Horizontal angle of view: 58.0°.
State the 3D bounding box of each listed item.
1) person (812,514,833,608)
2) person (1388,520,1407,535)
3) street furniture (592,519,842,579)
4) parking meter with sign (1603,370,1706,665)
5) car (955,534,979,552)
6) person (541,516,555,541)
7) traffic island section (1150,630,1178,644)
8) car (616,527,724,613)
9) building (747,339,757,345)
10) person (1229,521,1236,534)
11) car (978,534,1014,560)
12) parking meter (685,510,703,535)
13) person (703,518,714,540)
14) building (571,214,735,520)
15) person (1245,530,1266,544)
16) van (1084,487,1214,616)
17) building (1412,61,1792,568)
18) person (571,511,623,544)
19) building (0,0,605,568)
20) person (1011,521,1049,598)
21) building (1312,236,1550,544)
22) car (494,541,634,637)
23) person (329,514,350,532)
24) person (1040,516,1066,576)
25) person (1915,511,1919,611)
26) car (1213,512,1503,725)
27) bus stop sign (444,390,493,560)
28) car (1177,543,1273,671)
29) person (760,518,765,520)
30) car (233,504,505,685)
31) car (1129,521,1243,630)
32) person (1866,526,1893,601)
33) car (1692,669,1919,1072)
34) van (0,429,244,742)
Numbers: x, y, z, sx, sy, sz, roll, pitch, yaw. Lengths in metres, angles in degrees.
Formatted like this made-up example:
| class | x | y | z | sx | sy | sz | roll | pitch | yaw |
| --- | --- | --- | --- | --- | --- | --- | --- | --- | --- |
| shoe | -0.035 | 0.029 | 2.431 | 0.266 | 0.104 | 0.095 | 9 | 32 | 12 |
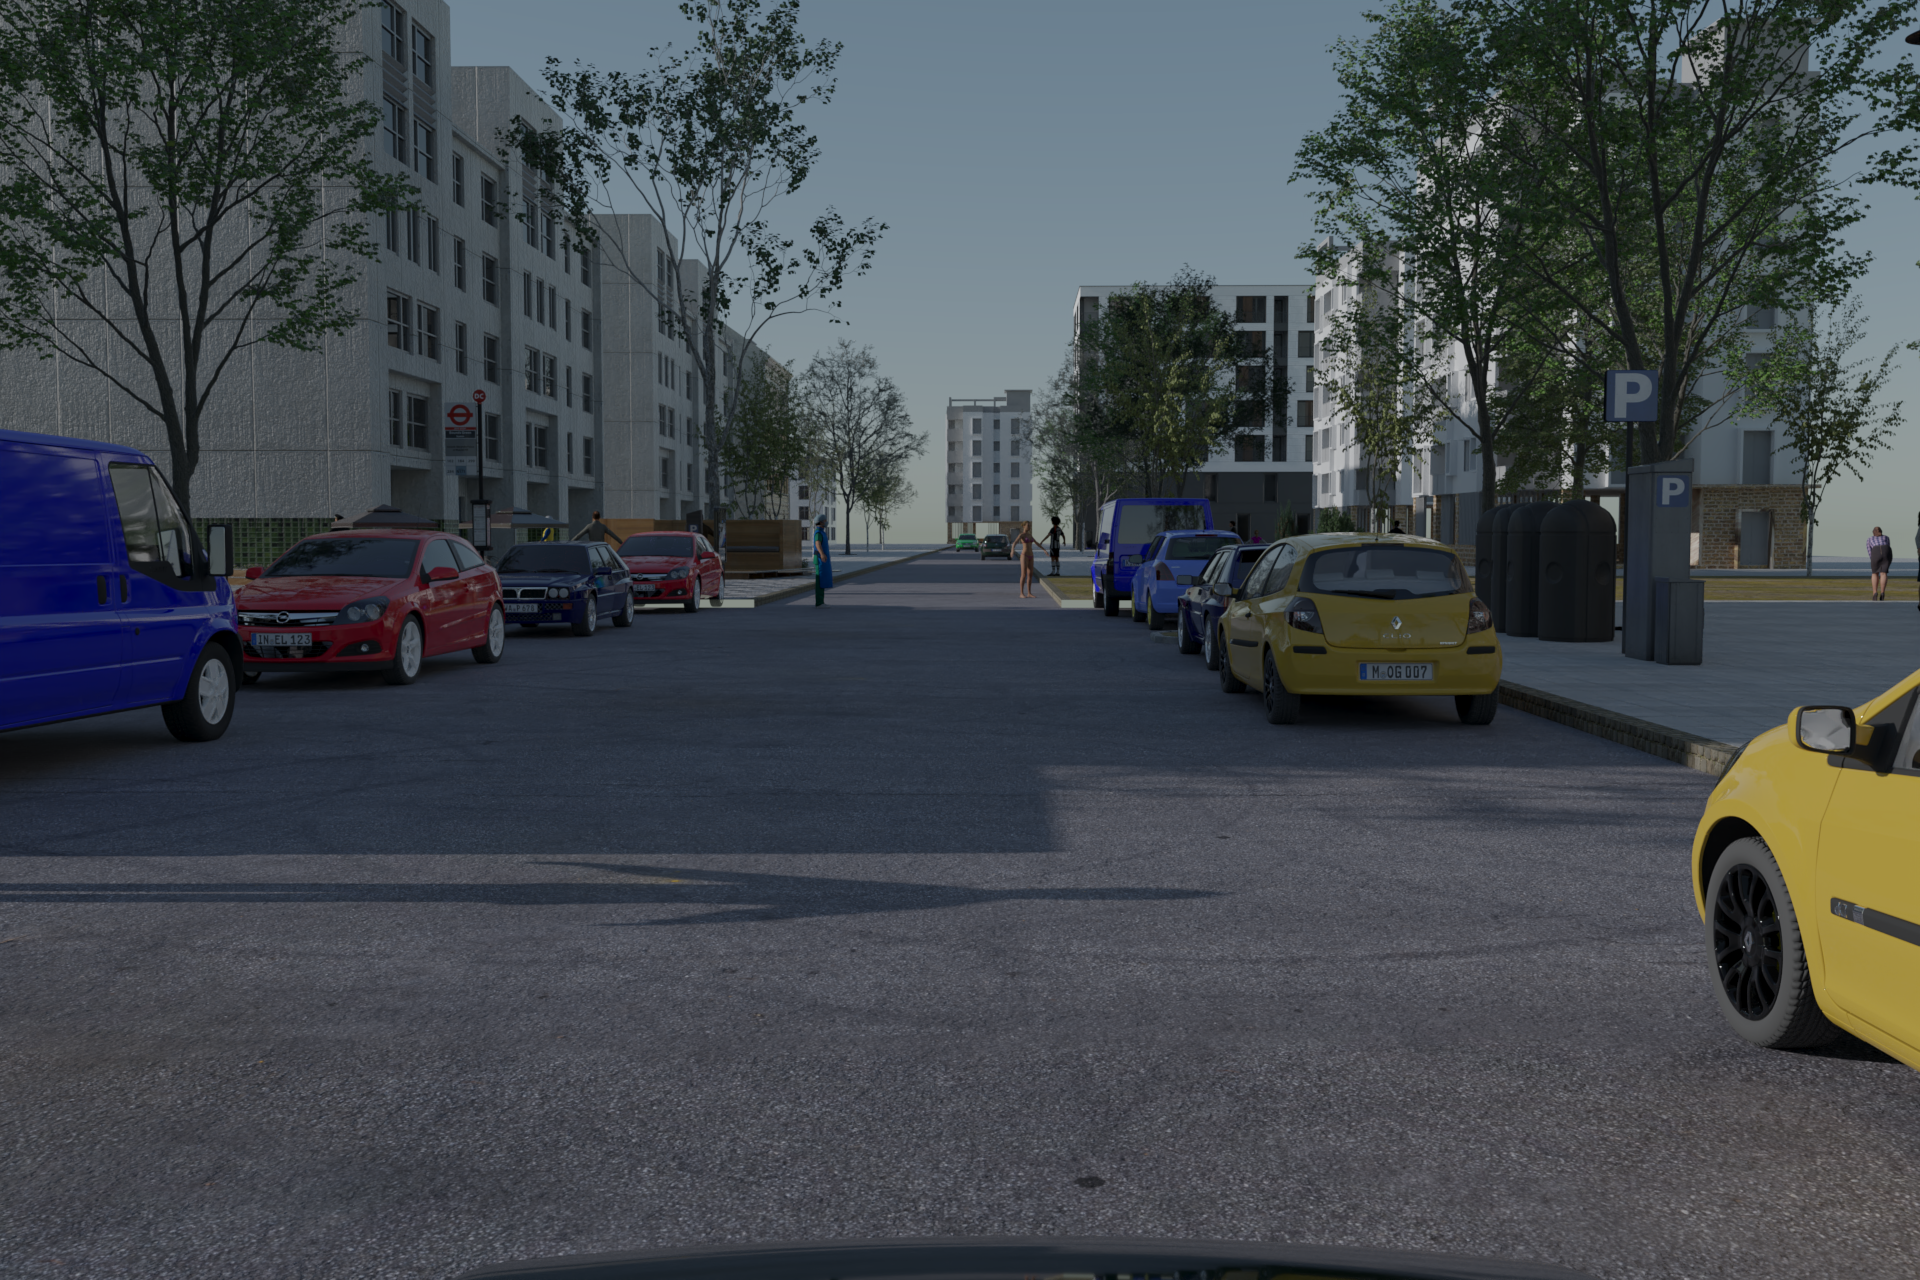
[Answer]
| class | x | y | z | sx | sy | sz | roll | pitch | yaw |
| --- | --- | --- | --- | --- | --- | --- | --- | --- | --- |
| person | -2.658 | -1.526 | 33.538 | 0.704 | 1.817 | 1.347 | 0 | 4 | -1 |
| person | 14.549 | -3.111 | 57.587 | 1.216 | 1.740 | 0.721 | 3 | 4 | 37 |
| street furniture | -8.455 | -2.857 | 53.560 | 11.010 | 1.723 | 9.812 | 1 | 4 | 12 |
| parking meter with sign | 7.116 | -1.309 | 17.667 | 0.543 | 3.016 | 1.738 | 0 | 4 | 1 |
| car | 0.604 | -7.969 | 139.082 | 1.959 | 1.807 | 4.718 | 0 | 4 | 2 |
| person | -11.194 | -2.466 | 46.784 | 0.721 | 1.772 | 1.216 | 0 | 4 | 1 |
| traffic island section | 3.583 | -0.027 | 23.314 | 1.991 | 0.108 | 1.994 | 0 | 4 | 1 |
| car | -5.636 | -1.459 | 32.896 | 2.155 | 1.783 | 4.494 | 0 | 4 | 1 |
| building | -25.282 | -19.121 | 169.050 | 16.016 | 20.090 | 11.380 | 0 | 4 | 1 |
| person | 10.776 | -3.825 | 68.725 | 0.705 | 1.806 | 1.347 | 0 | 4 | 7 |
| car | 2.003 | -5.247 | 95.571 | 2.009 | 1.686 | 4.222 | 0 | 4 | 1 |
| parking meter | -6.378 | -2.190 | 41.524 | 0.399 | 1.863 | 0.255 | 0 | 4 | 2 |
| person | -6.517 | -2.278 | 43.386 | 1.346 | 1.812 | 0.704 | -1 | 4 | -18 |
| building | -25.183 | -15.005 | 111.781 | 16.747 | 18.905 | 31.486 | 0 | 4 | 1 |
| person | 10.329 | -3.130 | 60.445 | 0.991 | 1.433 | 0.599 | 0 | 4 | 3 |
| van | 3.479 | -1.675 | 31.778 | 2.240 | 2.365 | 5.245 | 0 | 4 | 0 |
| building | 25.405 | -13.425 | 75.914 | 16.016 | 20.090 | 11.380 | 0 | 4 | 2 |
| person | -8.192 | -2.005 | 39.056 | 1.348 | 1.796 | 0.705 | -1 | 4 | -13 |
| building | -25.363 | -12.200 | 65.935 | 16.747 | 18.905 | 31.486 | 0 | 4 | 1 |
| person | 1.561 | -1.817 | 38.972 | 1.217 | 1.733 | 0.721 | -3 | 5 | -44 |
| building | 27.967 | -15.565 | 110.915 | 16.016 | 20.090 | 11.380 | 0 | 4 | 1 |
| car | -5.968 | -0.787 | 25.450 | 1.945 | 1.354 | 3.894 | 0 | 4 | 1 |
| person | -17.195 | -2.571 | 47.966 | 0.705 | 1.837 | 1.347 | 3 | 4 | 37 |
| person | 2.879 | -2.858 | 52.874 | 0.704 | 1.843 | 1.345 | 3 | 4 | 38 |
| person | 16.104 | -1.336 | 28.668 | 1.217 | 1.735 | 0.721 | -3 | 5 | -40 |
| car | 3.190 | -0.259 | 14.451 | 2.015 | 1.641 | 3.980 | 0 | 4 | 1 |
| bus stop sign | -9.083 | -2.652 | 32.056 | 0.855 | 3.939 | 0.416 | 0 | 4 | 0 |
| car | 3.471 | -0.424 | 19.521 | 1.945 | 1.354 | 3.894 | 0 | 4 | 1 |
| person | -7.000 | -3.390 | 61.289 | 1.347 | 1.847 | 0.705 | 2 | 4 | 32 |
| car | -6.061 | -0.535 | 17.789 | 2.155 | 1.783 | 4.494 | 0 | 4 | 2 |
| car | 3.645 | -1.071 | 27.102 | 1.945 | 1.707 | 3.694 | 0 | 4 | 0 |
| person | 17.654 | -1.468 | 33.281 | 0.421 | 1.427 | 0.697 | 1 | 4 | 17 |
| car | 3.035 | 0.401 | 3.676 | 2.015 | 1.641 | 3.980 | 0 | 4 | 0 |
| van | -6.121 | -0.359 | 10.251 | 2.240 | 2.365 | 5.245 | 0 | 4 | 1 |
